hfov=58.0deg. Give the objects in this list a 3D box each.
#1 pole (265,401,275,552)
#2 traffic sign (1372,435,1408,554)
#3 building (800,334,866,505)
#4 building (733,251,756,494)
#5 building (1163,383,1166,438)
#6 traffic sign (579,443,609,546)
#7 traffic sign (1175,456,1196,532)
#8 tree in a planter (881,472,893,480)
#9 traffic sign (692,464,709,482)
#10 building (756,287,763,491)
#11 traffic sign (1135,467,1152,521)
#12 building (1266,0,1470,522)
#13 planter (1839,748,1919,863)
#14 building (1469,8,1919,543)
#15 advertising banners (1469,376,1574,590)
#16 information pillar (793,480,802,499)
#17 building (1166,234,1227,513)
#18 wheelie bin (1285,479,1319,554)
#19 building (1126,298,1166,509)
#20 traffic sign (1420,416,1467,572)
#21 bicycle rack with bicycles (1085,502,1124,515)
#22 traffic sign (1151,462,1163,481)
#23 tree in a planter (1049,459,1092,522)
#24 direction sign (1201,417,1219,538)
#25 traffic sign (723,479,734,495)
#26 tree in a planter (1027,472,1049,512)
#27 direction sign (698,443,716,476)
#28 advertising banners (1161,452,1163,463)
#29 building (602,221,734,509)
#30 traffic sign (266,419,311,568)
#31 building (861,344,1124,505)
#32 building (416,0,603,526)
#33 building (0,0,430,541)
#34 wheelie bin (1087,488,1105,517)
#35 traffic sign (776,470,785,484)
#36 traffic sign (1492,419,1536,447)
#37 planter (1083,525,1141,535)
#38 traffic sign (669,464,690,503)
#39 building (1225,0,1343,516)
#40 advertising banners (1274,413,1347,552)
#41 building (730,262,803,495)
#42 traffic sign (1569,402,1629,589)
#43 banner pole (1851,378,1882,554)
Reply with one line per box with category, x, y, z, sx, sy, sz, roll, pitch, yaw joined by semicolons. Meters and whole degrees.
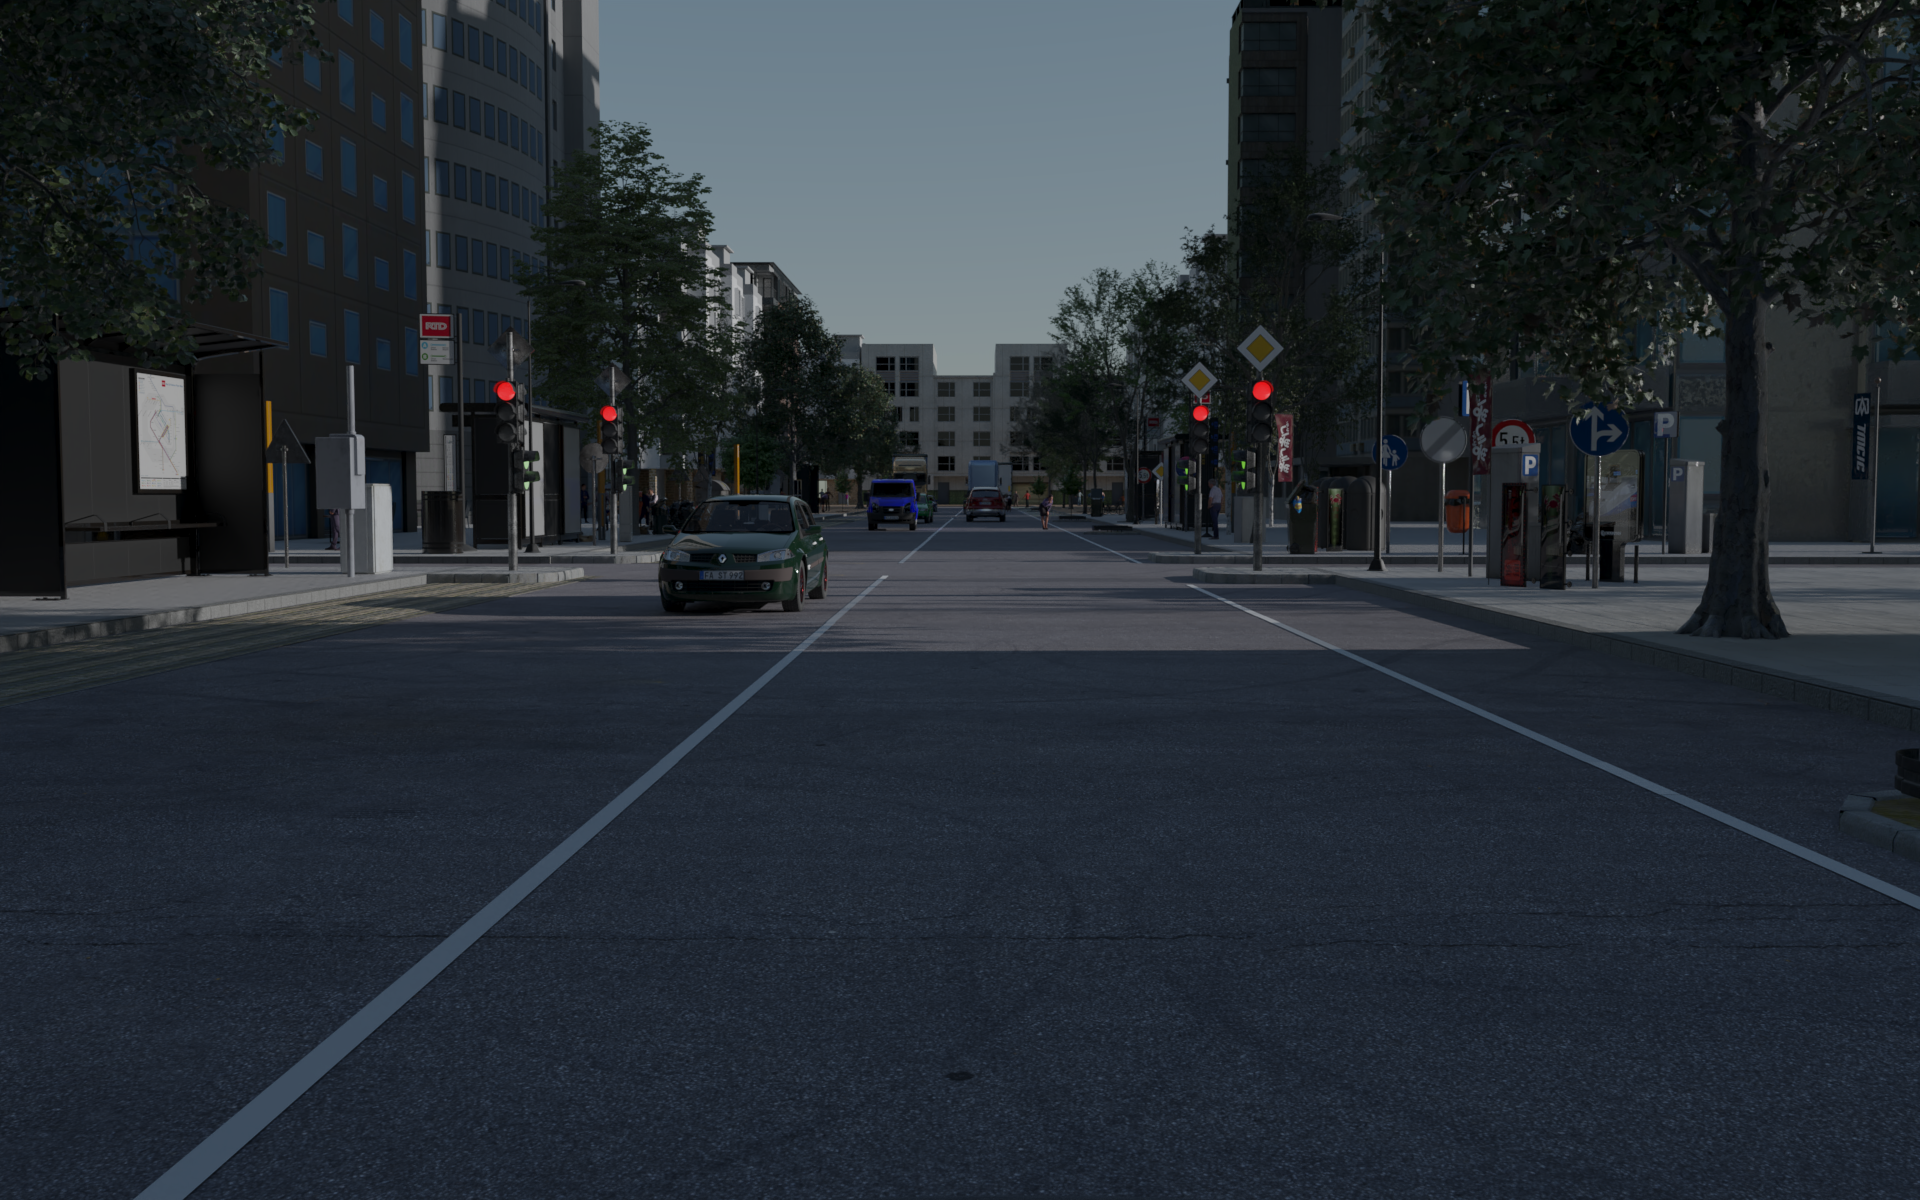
pole;-15.226;-2.706;38.088;0.158;3.312;0.155;0;3;0
traffic sign;9.209;-2.269;37.211;0.768;2.556;0.104;0;4;2
building;-17.159;-21.733;211.760;11.380;20.091;16.016;0;4;1
building;-24.244;-16.710;129.621;16.016;20.091;11.380;0;4;1
building;25.066;-17.528;143.003;16.016;20.091;11.380;0;4;1
traffic sign;-9.095;-2.623;42.998;0.768;2.556;0.104;1;4;10
traffic sign;7.686;-3.590;58.809;0.768;2.556;0.104;0;4;7
tree in a planter;-5.859;-8.661;138.825;1.991;3.239;1.994;0;4;1
traffic sign;-10.968;-4.509;73.730;0.884;2.594;0.081;0;4;1
building;-24.148;-17.453;141.782;16.016;20.091;11.380;0;4;1
traffic sign;8.698;-5.015;82.103;0.768;2.556;0.104;1;4;8
building;32.213;-24.050;85.106;32.217;40.220;23.993;0;4;1
planter;4.723;0.868;6.951;1.991;0.319;1.994;0;4;1
building;31.901;-26.581;54.208;30.456;49.044;23.786;0;4;1
advertising banners;7.684;-1.695;23.902;0.090;3.025;2.074;-2;4;-24
information pillar;-8.314;-5.148;88.656;0.304;2.012;0.304;2;4;35
building;24.504;-16.834;131.650;16.016;20.091;11.380;0;4;1
wheelie bin;7.326;-1.784;37.071;0.693;1.594;0.980;0;4;5
building;25.531;-18.225;164.429;16.747;18.905;31.486;0;4;1
traffic sign;7.924;-1.736;28.491;0.768;2.556;0.104;0;4;1
bicycle rack with bicycles;9.097;-5.696;106.504;2.925;0.926;2.852;-1;4;-14
traffic sign;8.168;-4.306;70.144;0.795;2.593;0.064;0;4;2
tree in a planter;5.739;-5.621;89.128;1.991;3.239;1.994;0;4;1
direction sign;7.314;-3.620;51.189;0.876;3.537;0.379;-3;4;-38
traffic sign;-11.168;-5.182;84.724;0.884;2.594;0.081;0;4;4
tree in a planter;6.336;-8.650;138.647;1.991;3.239;1.994;0;4;1
direction sign;-11.220;-5.185;76.770;0.876;3.537;0.379;1;4;21
advertising banners;8.852;-4.599;71.381;0.090;3.025;2.074;-2;4;-26
building;-24.482;-16.015;118.264;16.016;20.091;11.380;0;4;1
traffic sign;-11.701;-1.837;30.035;0.884;2.594;0.081;0;4;3
building;4.278;-21.136;212.035;31.486;18.905;16.747;0;4;1
building;-30.198;-32.884;79.658;21.231;58.520;28.212;0;4;1
building;-25.012;-24.500;50.686;14.600;45.320;14.200;0;4;1
wheelie bin;7.659;-5.475;97.420;0.980;1.594;0.693;0;4;8
traffic sign;-9.494;-5.497;89.988;0.768;2.556;0.104;1;4;10
traffic sign;9.359;-1.794;29.444;0.768;2.556;0.104;1;4;9
planter;5.394;-2.492;61.881;1.991;0.319;1.994;0;4;1
traffic sign;-11.202;-4.232;69.204;0.884;2.594;0.081;1;4;10
building;22.880;-20.357;104.534;14.160;30.474;14.107;0;4;1
advertising banners;7.714;-2.565;38.133;2.074;3.025;0.090;-2;4;-30
building;-32.483;-19.741;166.741;32.646;21.610;27.936;0;4;1
traffic sign;8.635;-1.429;23.476;0.768;2.556;0.104;1;4;10
banner pole;19.644;-2.907;37.540;0.401;3.779;0.863;-1;4;-17
